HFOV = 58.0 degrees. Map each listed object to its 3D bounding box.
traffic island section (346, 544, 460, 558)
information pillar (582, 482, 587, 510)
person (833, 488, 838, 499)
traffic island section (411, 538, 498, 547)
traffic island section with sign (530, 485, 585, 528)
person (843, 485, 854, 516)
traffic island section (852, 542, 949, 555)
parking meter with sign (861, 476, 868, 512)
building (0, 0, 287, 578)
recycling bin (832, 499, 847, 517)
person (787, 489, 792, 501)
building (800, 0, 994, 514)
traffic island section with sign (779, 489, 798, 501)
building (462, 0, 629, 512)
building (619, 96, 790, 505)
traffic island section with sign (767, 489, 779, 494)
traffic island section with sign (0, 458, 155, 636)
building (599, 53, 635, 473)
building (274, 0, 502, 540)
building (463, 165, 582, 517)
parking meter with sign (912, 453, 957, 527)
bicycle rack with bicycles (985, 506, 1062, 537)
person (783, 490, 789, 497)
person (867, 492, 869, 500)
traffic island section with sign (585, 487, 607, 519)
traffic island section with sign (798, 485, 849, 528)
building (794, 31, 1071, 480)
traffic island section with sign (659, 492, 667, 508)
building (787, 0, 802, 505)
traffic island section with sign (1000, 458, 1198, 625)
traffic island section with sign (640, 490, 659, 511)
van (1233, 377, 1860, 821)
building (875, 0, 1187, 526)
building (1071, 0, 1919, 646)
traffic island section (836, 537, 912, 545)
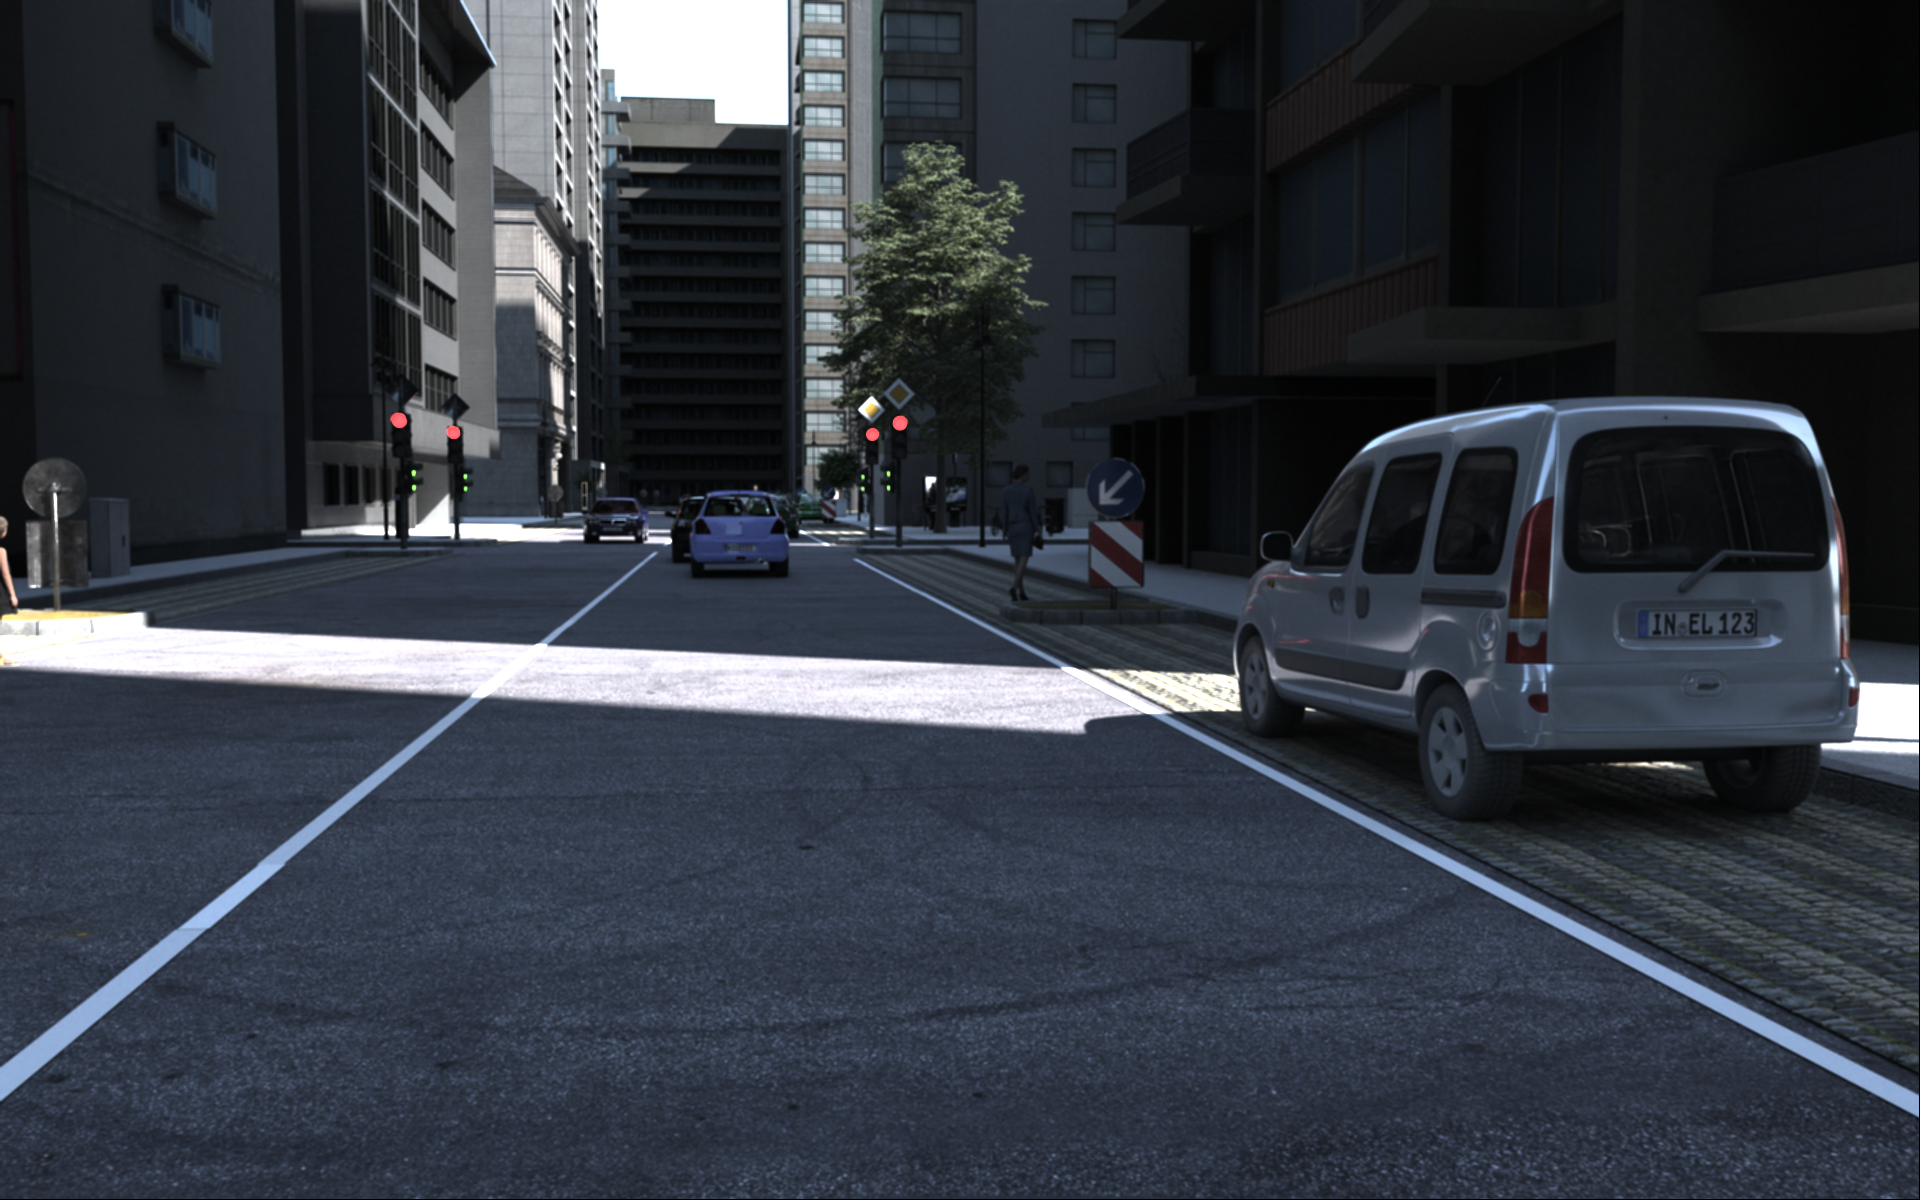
[{"bbox_3d":[-12.990,-1.109,40.406,2.009,0.180,2.903,0,4,-8],"label":"traffic island section"},{"bbox_3d":[-23.650,-6.399,109.113,0.304,2.012,0.304,-1,4,-8],"label":"information pillar"},{"bbox_3d":[-9.217,-7.377,127.326,0.621,1.740,0.551,3,5,45],"label":"person"},{"bbox_3d":[-14.049,-1.593,48.321,2.009,0.180,2.903,0,4,-8],"label":"traffic island section"},{"bbox_3d":[-17.061,-3.952,73.245,1.989,1.847,2.006,0,4,-8],"label":"traffic island section with sign"},{"bbox_3d":[-6.623,-5.823,101.226,0.713,1.824,0.794,-2,4,-32],"label":"person"},{"bbox_3d":[-1.450,-1.202,41.939,2.009,0.180,2.903,0,4,-8],"label":"traffic island section"},{"bbox_3d":[-6.721,-7.790,123.619,0.543,3.016,1.738,0,4,-1],"label":"parking meter with sign"},{"bbox_3d":[-25.090,-24.728,28.010,21.600,48.544,21.300,0,4,-8],"label":"building"},{"bbox_3d":[-6.758,-5.171,97.099,0.722,1.027,0.722,-1,4,-14],"label":"recycling bin"},{"bbox_3d":[-16.905,-10.110,172.007,0.551,1.740,0.621,-1,4,-16],"label":"person"},{"bbox_3d":[-5.615,-27.730,136.975,14.154,41.232,14.086,0,4,-8],"label":"building"},{"bbox_3d":[-9.461,-5.700,101.823,1.989,1.847,2.006,0,4,-8],"label":"traffic island section with sign"},{"bbox_3d":[-39.985,-43.621,151.448,20.563,71.187,20.611,0,4,-8],"label":"building"},{"bbox_3d":[-32.162,-36.198,215.532,21.600,48.544,21.300,0,4,-8],"label":"building"},{"bbox_3d":[-19.674,-10.365,178.095,1.989,1.847,2.006,0,4,-8],"label":"traffic island section with sign"},{"bbox_3d":[-9.709,-0.590,18.271,1.989,1.847,2.006,0,4,-8],"label":"traffic island section with sign"},{"bbox_3d":[-50.434,-34.497,183.632,30.456,49.044,23.786,0,4,-8],"label":"building"},{"bbox_3d":[-25.590,-14.830,61.535,14.314,24.678,30.058,0,4,-8],"label":"building"},{"bbox_3d":[-28.111,-15.050,96.975,10.553,20.767,40.483,0,4,-8],"label":"building"},{"bbox_3d":[-1.007,-4.364,67.616,1.738,3.016,0.543,1,4,10],"label":"parking meter with sign"},{"bbox_3d":[1.905,-2.413,52.835,2.852,0.926,2.925,1,4,13],"label":"bicycle rack with bicycles"},{"bbox_3d":[-14.382,-8.151,142.445,0.621,1.740,0.551,3,5,40],"label":"person"},{"bbox_3d":[-6.358,-7.018,120.966,0.466,1.800,0.511,1,4,13],"label":"person"},{"bbox_3d":[-20.635,-5.586,99.963,1.989,1.847,2.006,0,4,-8],"label":"traffic island section with sign"},{"bbox_3d":[-5.812,-4.028,74.489,1.989,1.847,2.006,0,4,-8],"label":"traffic island section with sign"},{"bbox_3d":[-3.785,-30.833,158.738,22.147,44.769,28.867,0,4,-8],"label":"building"},{"bbox_3d":[-30.986,-10.317,177.309,1.989,1.847,2.006,0,4,-8],"label":"traffic island section with sign"},{"bbox_3d":[-7.950,-39.419,186.503,21.231,58.520,28.212,0,4,-8],"label":"building"},{"bbox_3d":[1.505,-0.684,19.814,1.989,1.847,2.006,0,4,-8],"label":"traffic island section with sign"},{"bbox_3d":[-27.310,-8.635,149.817,1.989,1.847,2.006,0,4,-8],"label":"traffic island section with sign"},{"bbox_3d":[2.725,-0.123,9.026,2.013,2.044,4.112,-1,4,-9],"label":"van"},{"bbox_3d":[3.035,-23.951,75.186,14.154,41.232,14.086,0,4,-8],"label":"building"},{"bbox_3d":[14.281,-22.551,23.339,22.147,44.769,28.867,0,4,-8],"label":"building"},{"bbox_3d":[-2.510,-1.686,49.854,2.009,0.180,2.903,0,4,-8],"label":"traffic island section"}]
